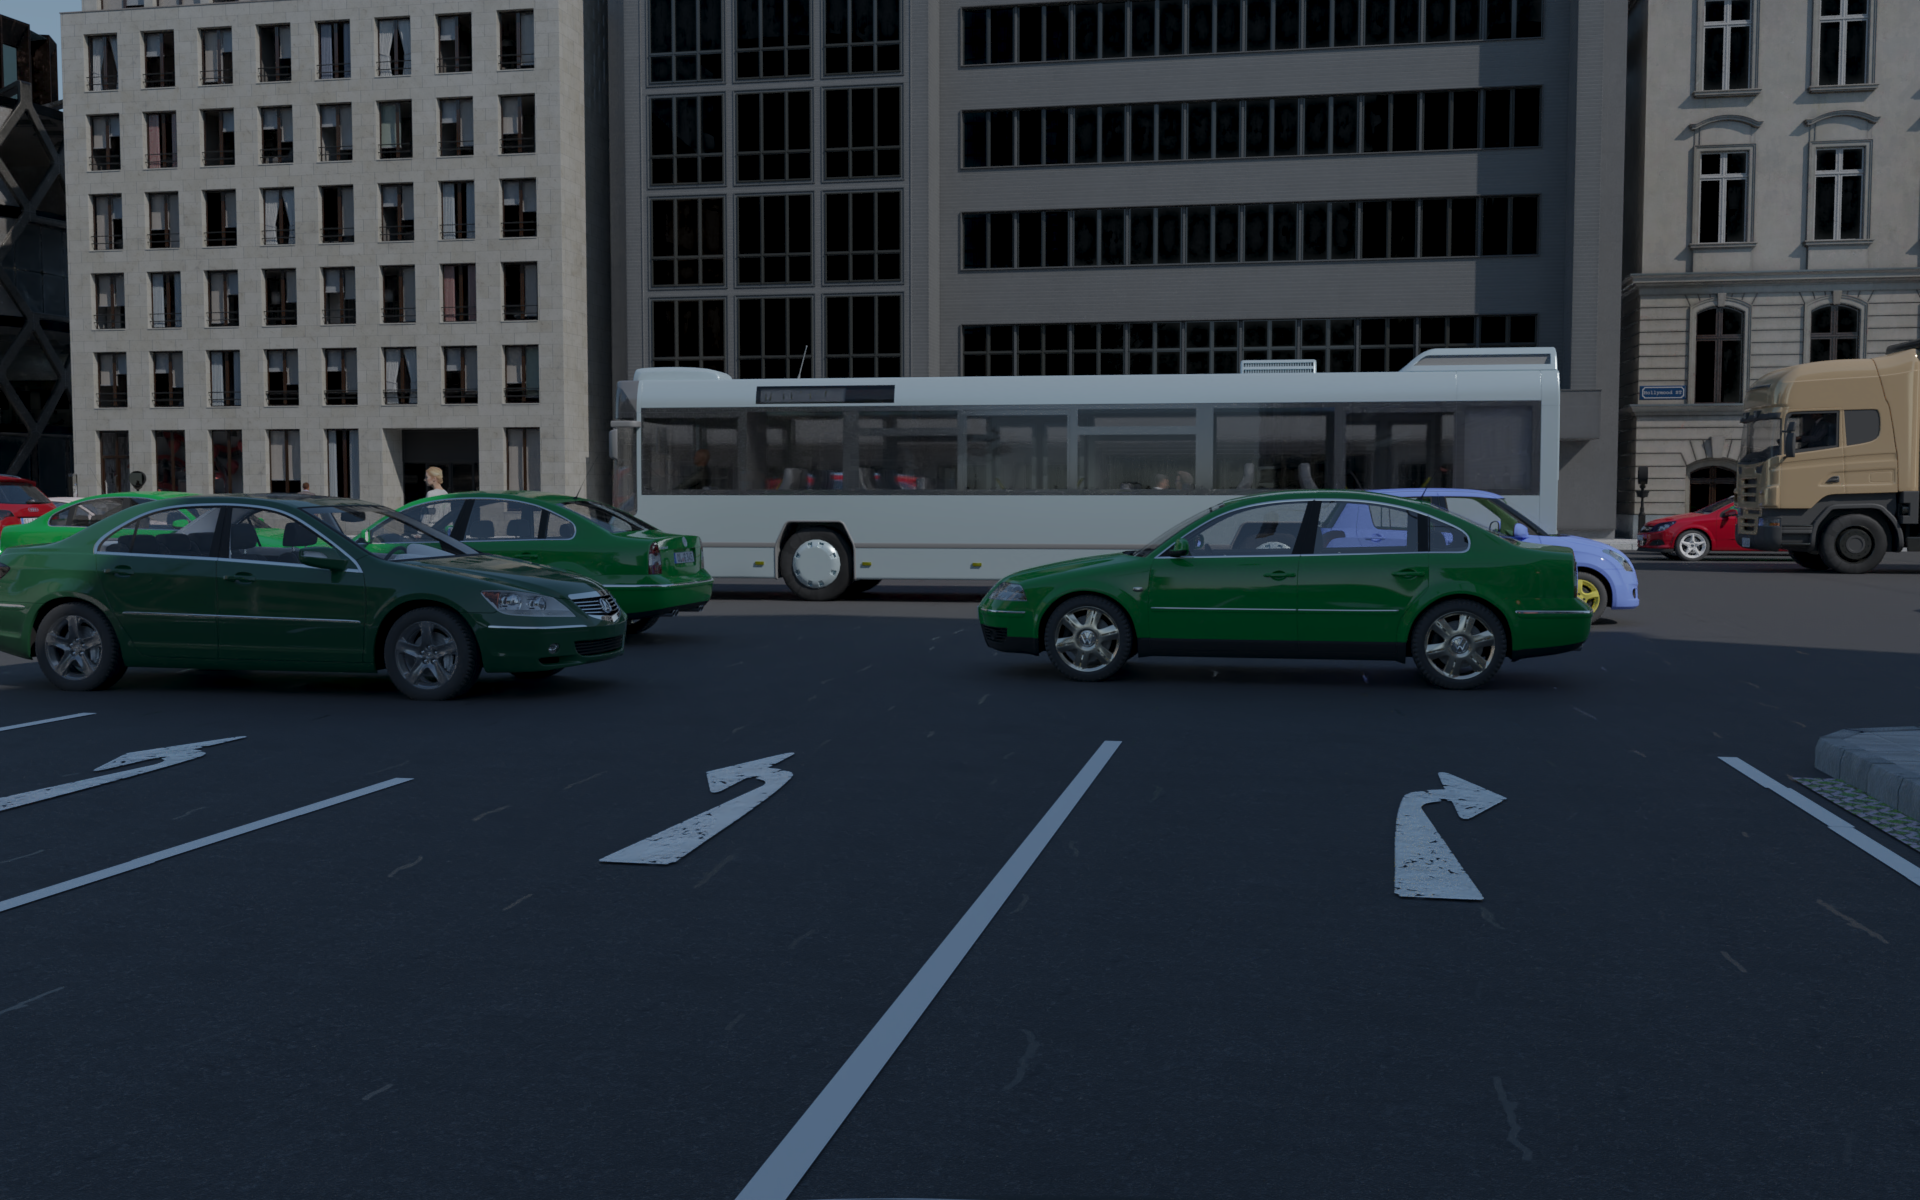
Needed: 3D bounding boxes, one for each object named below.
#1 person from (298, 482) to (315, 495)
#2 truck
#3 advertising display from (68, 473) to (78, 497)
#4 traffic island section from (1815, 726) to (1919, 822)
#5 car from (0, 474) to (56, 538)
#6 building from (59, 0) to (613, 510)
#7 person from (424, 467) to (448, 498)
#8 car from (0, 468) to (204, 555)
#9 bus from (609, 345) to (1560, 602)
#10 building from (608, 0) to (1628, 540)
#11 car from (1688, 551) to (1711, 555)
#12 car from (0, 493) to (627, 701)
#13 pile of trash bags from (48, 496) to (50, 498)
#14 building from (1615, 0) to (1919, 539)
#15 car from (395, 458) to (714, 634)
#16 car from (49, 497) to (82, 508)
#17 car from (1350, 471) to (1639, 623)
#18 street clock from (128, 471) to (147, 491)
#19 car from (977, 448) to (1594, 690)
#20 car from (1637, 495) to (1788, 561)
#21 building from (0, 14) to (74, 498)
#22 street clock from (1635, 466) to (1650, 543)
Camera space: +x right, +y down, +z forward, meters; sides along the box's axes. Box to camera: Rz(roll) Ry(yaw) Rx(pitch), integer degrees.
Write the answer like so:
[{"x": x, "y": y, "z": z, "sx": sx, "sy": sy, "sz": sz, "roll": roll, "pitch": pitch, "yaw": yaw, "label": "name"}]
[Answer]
[{"x": -16.228, "y": -2.065, "z": 43.083, "sx": 0.655, "sy": 1.722, "sz": 0.431, "roll": 0, "pitch": 4, "yaw": 4, "label": "person"}, {"x": 19.538, "y": -2.594, "z": 31.327, "sx": 11.283, "sy": 4.237, "sz": 2.839, "roll": 1, "pitch": 4, "yaw": 10, "label": "truck"}, {"x": -27.870, "y": -3.012, "z": 54.467, "sx": 0.123, "sy": 1.923, "sz": 0.974, "roll": -1, "pitch": 4, "yaw": -19, "label": "advertising display"}, {"x": 5.293, "y": 0.871, "z": 8.038, "sx": 2.009, "sy": 0.180, "sz": 2.903, "roll": 1, "pitch": 4, "yaw": 11, "label": "traffic island section"}, {"x": -18.557, "y": -1.340, "z": 30.589, "sx": 5.304, "sy": 1.827, "sz": 2.281, "roll": 1, "pitch": 4, "yaw": 12, "label": "car"}, {"x": -19.135, "y": -12.460, "z": 58.476, "sx": 16.860, "sy": 20.320, "sz": 10.420, "roll": 1, "pitch": 4, "yaw": 11, "label": "building"}, {"x": -6.758, "y": -0.826, "z": 22.350, "sx": 0.624, "sy": 1.780, "sz": 0.694, "roll": 2, "pitch": 4, "yaw": 29, "label": "person"}, {"x": -10.615, "y": -0.901, "z": 23.520, "sx": 4.718, "sy": 1.807, "sz": 1.959, "roll": 1, "pitch": 4, "yaw": 12, "label": "car"}, {"x": 1.062, "y": -1.762, "z": 23.670, "sx": 13.247, "sy": 3.499, "sz": 2.948, "roll": 1, "pitch": 4, "yaw": 9, "label": "bus"}, {"x": 4.825, "y": -14.498, "z": 56.114, "sx": 30.058, "sy": 24.678, "sz": 14.314, "roll": 1, "pitch": 4, "yaw": 11, "label": "building"}, {"x": 18.699, "y": -1.948, "z": 40.644, "sx": 4.718, "sy": 1.807, "sz": 1.959, "roll": 1, "pitch": 4, "yaw": 13, "label": "car"}, {"x": -4.920, "y": -0.081, "z": 13.125, "sx": 4.920, "sy": 1.459, "sz": 2.131, "roll": 1, "pitch": 4, "yaw": 12, "label": "car"}, {"x": -29.961, "y": -2.891, "z": 57.012, "sx": 3.447, "sy": 1.369, "sz": 1.912, "roll": -1, "pitch": 4, "yaw": -21, "label": "pile of trash bags"}, {"x": 36.627, "y": -14.122, "z": 49.975, "sx": 34.723, "sy": 24.649, "sz": 14.460, "roll": 1, "pitch": 4, "yaw": 11, "label": "building"}, {"x": -4.868, "y": -0.520, "z": 17.305, "sx": 4.718, "sy": 1.807, "sz": 1.959, "roll": 1, "pitch": 4, "yaw": 11, "label": "car"}, {"x": -17.463, "y": -1.365, "z": 34.674, "sx": 4.827, "sy": 1.381, "sz": 2.083, "roll": 1, "pitch": 4, "yaw": 10, "label": "car"}, {"x": 5.766, "y": -0.620, "z": 19.733, "sx": 3.694, "sy": 1.707, "sz": 1.945, "roll": 1, "pitch": 4, "yaw": 9, "label": "car"}, {"x": -25.616, "y": -3.022, "z": 53.986, "sx": 0.471, "sy": 2.002, "sz": 0.358, "roll": -1, "pitch": 4, "yaw": -12, "label": "street clock"}, {"x": 2.491, "y": -0.300, "z": 13.701, "sx": 4.718, "sy": 1.807, "sz": 1.959, "roll": 1, "pitch": 4, "yaw": 11, "label": "car"}, {"x": 17.017, "y": -1.737, "z": 37.437, "sx": 4.494, "sy": 1.783, "sz": 2.155, "roll": 1, "pitch": 4, "yaw": 10, "label": "car"}, {"x": -40.506, "y": -12.147, "z": 66.052, "sx": 16.811, "sy": 18.784, "sz": 16.820, "roll": 1, "pitch": 4, "yaw": 11, "label": "building"}, {"x": 17.787, "y": -2.482, "z": 45.155, "sx": 0.358, "sy": 2.002, "sz": 0.471, "roll": 1, "pitch": 4, "yaw": 17, "label": "street clock"}]
